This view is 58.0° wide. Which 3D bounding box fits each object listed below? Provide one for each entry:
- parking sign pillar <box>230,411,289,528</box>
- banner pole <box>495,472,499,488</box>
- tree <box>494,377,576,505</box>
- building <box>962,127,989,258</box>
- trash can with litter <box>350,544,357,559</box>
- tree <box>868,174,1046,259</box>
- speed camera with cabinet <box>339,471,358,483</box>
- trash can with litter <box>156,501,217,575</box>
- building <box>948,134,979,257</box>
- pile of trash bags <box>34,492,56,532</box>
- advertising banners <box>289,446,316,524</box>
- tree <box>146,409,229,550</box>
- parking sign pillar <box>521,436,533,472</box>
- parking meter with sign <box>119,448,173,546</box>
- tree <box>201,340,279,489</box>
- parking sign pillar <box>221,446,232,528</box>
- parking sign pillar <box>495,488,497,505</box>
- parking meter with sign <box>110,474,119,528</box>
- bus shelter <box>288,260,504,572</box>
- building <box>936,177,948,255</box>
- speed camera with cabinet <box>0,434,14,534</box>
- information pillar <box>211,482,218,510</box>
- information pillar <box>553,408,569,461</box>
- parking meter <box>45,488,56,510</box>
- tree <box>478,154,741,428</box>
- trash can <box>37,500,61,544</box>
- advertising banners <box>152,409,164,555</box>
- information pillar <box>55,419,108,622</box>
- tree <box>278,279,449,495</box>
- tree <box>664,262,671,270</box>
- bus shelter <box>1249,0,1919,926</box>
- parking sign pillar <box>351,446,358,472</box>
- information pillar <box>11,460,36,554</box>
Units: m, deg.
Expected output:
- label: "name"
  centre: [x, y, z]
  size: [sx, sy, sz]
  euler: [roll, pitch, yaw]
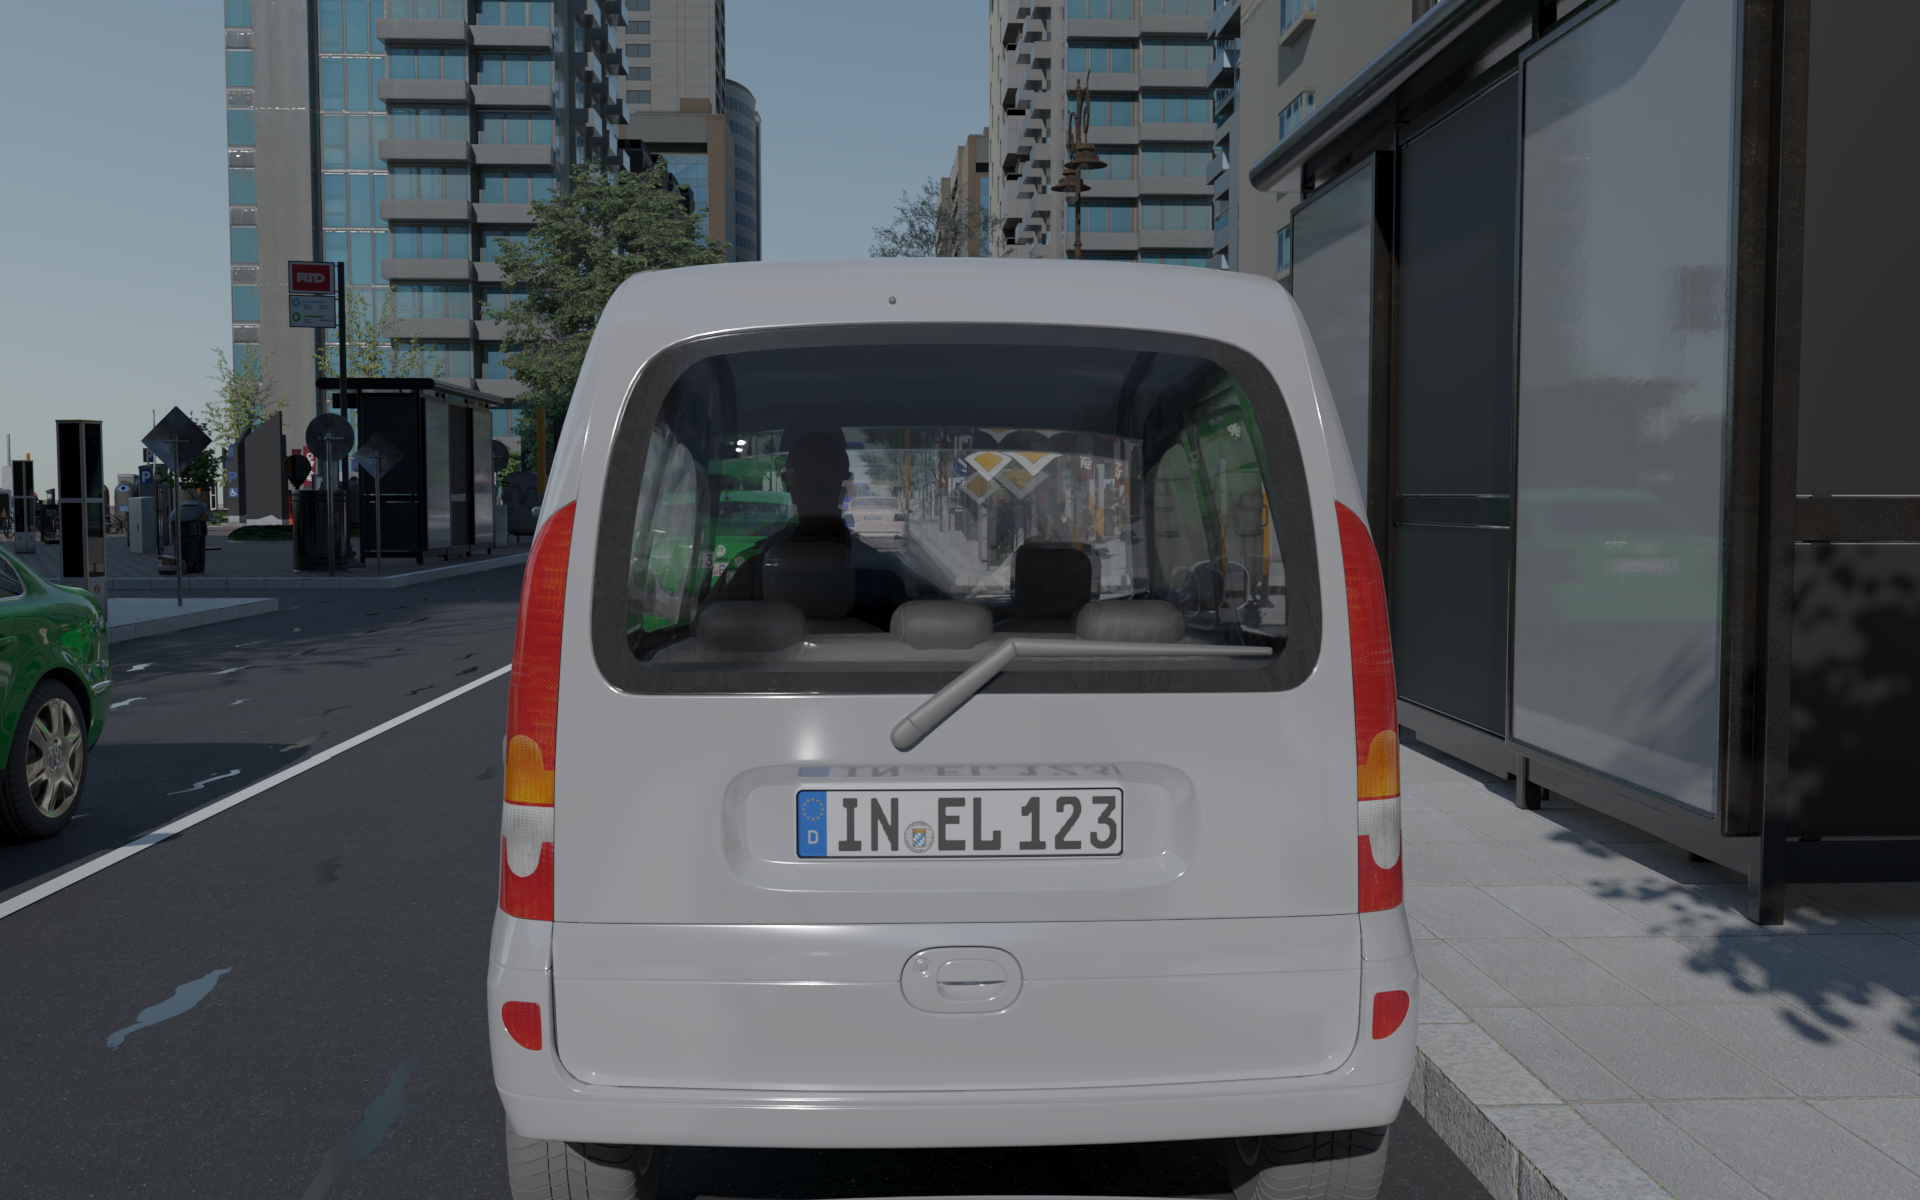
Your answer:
- label: "parking sign pillar"
  centre: [-22.566, -4.154, 56.384]
  size: [1.447, 3.967, 1.447]
  euler: [1, 4, 13]
- label: "banner pole"
  centre: [-22.367, -5.662, 82.590]
  size: [0.863, 3.779, 0.401]
  euler: [1, 4, 15]
- label: "tree"
  centre: [-11.033, -3.984, 48.855]
  size: [4.285, 4.588, 4.351]
  euler: [0, 3, 0]
- label: "building"
  centre: [7.486, -34.365, 211.973]
  size: [14.600, 45.320, 14.200]
  euler: [0, 4, -3]
- label: "trash can with litter"
  centre: [-12.315, -1.380, 33.946]
  size: [0.624, 1.170, 1.055]
  euler: [0, 4, 8]
- label: "tree"
  centre: [-0.265, -9.559, 66.668]
  size: [12.009, 13.543, 11.850]
  euler: [0, 3, 0]
- label: "speed camera with cabinet"
  centre: [-24.684, -4.532, 68.429]
  size: [0.660, 3.252, 2.038]
  euler: [2, 4, 32]
- label: "trash can with litter"
  centre: [-12.501, -1.013, 27.948]
  size: [0.624, 1.170, 1.055]
  euler: [0, 4, 1]
- label: "building"
  centre: [9.881, -37.080, 229.961]
  size: [21.300, 48.544, 21.600]
  euler: [0, 4, -3]
- label: "pile of trash bags"
  centre: [-31.562, -3.074, 60.011]
  size: [3.447, 1.369, 1.912]
  euler: [3, 4, 36]
- label: "advertising banners"
  centre: [-24.282, -4.068, 62.700]
  size: [2.074, 3.025, 0.090]
  euler: [0, 4, -5]
- label: "tree"
  centre: [-17.550, -2.763, 39.770]
  size: [1.663, 3.219, 1.824]
  euler: [0, 3, 0]
- label: "parking sign pillar"
  centre: [-12.908, -3.989, 53.697]
  size: [1.447, 3.967, 1.447]
  euler: [0, 4, 3]
- label: "parking meter with sign"
  centre: [-20.190, -2.878, 43.314]
  size: [0.543, 3.016, 1.738]
  euler: [0, 4, 6]
- label: "tree"
  centre: [-34.493, -8.132, 83.322]
  size: [4.737, 8.622, 4.395]
  euler: [0, 3, 0]
- label: "parking sign pillar"
  centre: [-27.446, -4.744, 66.029]
  size: [1.447, 3.967, 1.447]
  euler: [0, 4, 1]
- label: "parking sign pillar"
  centre: [-24.010, -6.032, 87.091]
  size: [1.447, 3.967, 1.447]
  euler: [0, 4, -8]
- label: "parking meter with sign"
  centre: [-31.523, -4.248, 65.713]
  size: [1.738, 3.016, 0.543]
  euler: [1, 4, 8]
- label: "bus shelter"
  centre: [-10.595, -3.363, 32.612]
  size: [2.179, 5.291, 8.768]
  euler: [0, 4, -3]
- label: "building"
  centre: [7.583, -38.413, 251.761]
  size: [21.300, 48.544, 21.600]
  euler: [0, 4, -3]
- label: "speed camera with cabinet"
  centre: [-31.099, -3.792, 56.336]
  size: [0.660, 3.252, 2.038]
  euler: [0, 4, 0]
- label: "information pillar"
  centre: [-43.669, -5.929, 101.438]
  size: [0.304, 2.012, 0.304]
  euler: [0, 4, -2]
- label: "information pillar"
  centre: [-10.561, -3.349, 46.113]
  size: [0.504, 3.616, 0.183]
  euler: [-1, 4, -10]
- label: "parking meter"
  centre: [-38.552, -3.977, 73.428]
  size: [0.372, 1.533, 0.369]
  euler: [0, 3, 0]
- label: "tree"
  centre: [-12.483, -9.637, 64.213]
  size: [9.857, 13.997, 8.962]
  euler: [0, 3, 0]
- label: "trash can"
  centre: [-23.278, -2.007, 44.464]
  size: [0.748, 1.137, 0.748]
  euler: [0, 3, 0]
- label: "advertising banners"
  centre: [-16.985, -2.475, 36.657]
  size: [0.090, 3.025, 2.074]
  euler: [-1, 4, -22]
- label: "information pillar"
  centre: [-8.729, -0.779, 17.222]
  size: [0.304, 2.012, 0.304]
  euler: [1, 4, 11]
- label: "tree"
  centre: [-20.169, -6.708, 60.037]
  size: [4.737, 8.622, 4.395]
  euler: [0, 3, 0]
- label: "tree"
  centre: [-13.539, -10.216, 84.033]
  size: [9.611, 12.733, 9.660]
  euler: [0, 3, 0]
- label: "bus shelter"
  centre: [2.958, -1.936, 9.286]
  size: [2.179, 5.291, 8.768]
  euler: [0, 4, -3]
- label: "parking sign pillar"
  centre: [-33.312, -6.558, 95.698]
  size: [1.447, 3.967, 1.447]
  euler: [-1, 4, -23]
- label: "information pillar"
  centre: [-20.240, -2.016, 37.450]
  size: [0.304, 2.012, 0.304]
  euler: [1, 4, 9]
